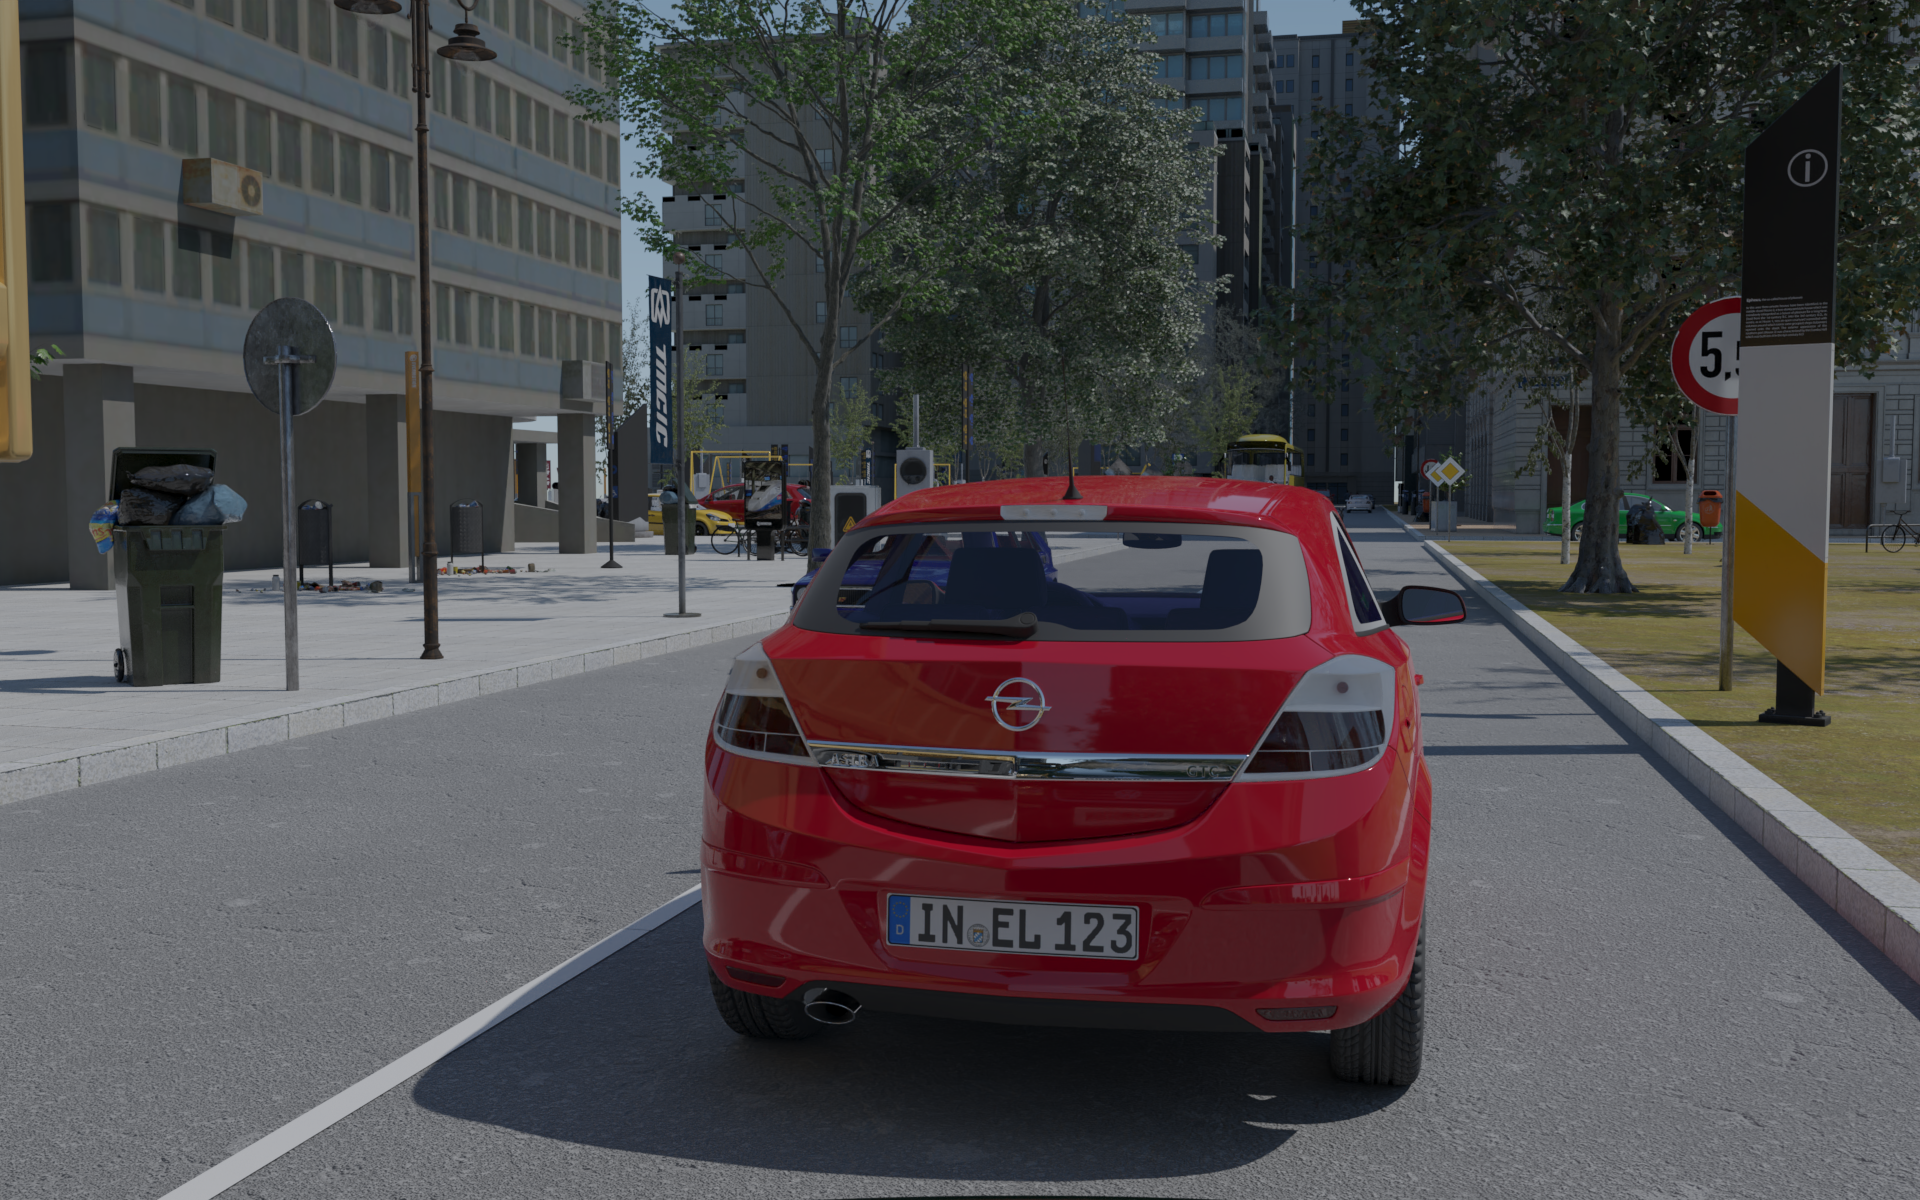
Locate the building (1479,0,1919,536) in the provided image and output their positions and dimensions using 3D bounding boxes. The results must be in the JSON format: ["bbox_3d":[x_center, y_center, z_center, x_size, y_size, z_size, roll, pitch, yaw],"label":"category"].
[{"bbox_3d":[28.353,-13.519,57.195,21.152,22.565,11.583,1,4,13],"label":"building"}]

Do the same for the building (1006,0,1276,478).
[{"bbox_3d":[17.514,-33.104,160.859,23.786,49.044,30.456,1,4,13],"label":"building"}]

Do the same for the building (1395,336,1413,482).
[{"bbox_3d":[61.237,-32.446,214.089,14.086,41.232,14.154,1,4,13],"label":"building"}]

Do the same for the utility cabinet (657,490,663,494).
[{"bbox_3d":[-15.888,-5.240,94.351,1.173,1.500,0.318,-2,4,-27],"label":"utility cabinet"}]

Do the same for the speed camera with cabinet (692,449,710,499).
[{"bbox_3d":[-10.911,-5.072,77.260,2.038,3.252,0.660,-2,4,-26],"label":"speed camera with cabinet"}]

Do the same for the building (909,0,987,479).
[{"bbox_3d":[8.884,-40.122,197.990,28.212,58.520,21.231,1,4,13],"label":"building"}]

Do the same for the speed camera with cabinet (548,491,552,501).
[{"bbox_3d":[-20.788,-5.718,87.820,2.038,3.252,0.660,1,4,19],"label":"speed camera with cabinet"}]

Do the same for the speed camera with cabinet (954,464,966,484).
[{"bbox_3d":[-0.550,-7.259,113.026,2.038,3.252,0.660,2,4,33],"label":"speed camera with cabinet"}]

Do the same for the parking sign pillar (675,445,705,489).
[{"bbox_3d":[-14.536,-6.358,92.422,1.447,3.967,1.447,-1,4,-13],"label":"parking sign pillar"}]

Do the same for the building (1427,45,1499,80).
[{"bbox_3d":[42.710,-27.506,133.322,14.154,41.232,14.086,1,4,13],"label":"building"}]

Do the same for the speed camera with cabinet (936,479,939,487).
[{"bbox_3d":[-2.359,-6.900,107.152,2.038,3.252,0.660,1,4,18],"label":"speed camera with cabinet"}]

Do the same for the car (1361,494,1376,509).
[{"bbox_3d":[38.370,-9.300,164.064,2.014,1.417,4.499,1,4,11],"label":"car"}]

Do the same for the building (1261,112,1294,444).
[{"bbox_3d":[27.384,-30.461,181.623,14.154,41.232,14.086,1,4,13],"label":"building"}]

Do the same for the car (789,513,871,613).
[{"bbox_3d":[-0.225,-0.171,15.378,1.945,1.354,3.894,1,4,13],"label":"car"}]

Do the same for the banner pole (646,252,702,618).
[{"bbox_3d":[-2.986,-1.700,17.809,0.401,3.779,0.863,1,4,20],"label":"banner pole"}]

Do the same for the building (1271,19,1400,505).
[{"bbox_3d":[41.276,-41.533,221.071,28.212,58.520,21.231,1,4,13],"label":"building"}]

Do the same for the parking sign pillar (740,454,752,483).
[{"bbox_3d":[-14.379,-7.873,117.195,1.447,3.967,1.447,-3,5,-39],"label":"parking sign pillar"}]

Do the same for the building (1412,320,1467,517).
[{"bbox_3d":[36.750,-17.840,110.745,14.314,24.678,30.058,1,4,13],"label":"building"}]

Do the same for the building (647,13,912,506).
[{"bbox_3d":[-19.149,-37.392,200.603,27.495,52.752,28.713,1,4,13],"label":"building"}]

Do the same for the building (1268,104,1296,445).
[{"bbox_3d":[30.505,-33.449,197.008,14.200,45.320,14.600,1,4,13],"label":"building"}]

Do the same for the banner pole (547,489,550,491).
[{"bbox_3d":[-33.061,-9.093,138.691,0.863,3.779,0.401,0,4,5],"label":"banner pole"}]

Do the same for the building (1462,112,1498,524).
[{"bbox_3d":[31.415,-14.818,84.073,13.314,21.916,24.055,1,4,13],"label":"building"}]

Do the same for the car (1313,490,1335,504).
[{"bbox_3d":[30.309,-8.368,145.495,2.281,1.827,5.304,1,4,13],"label":"car"}]

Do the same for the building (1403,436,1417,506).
[{"bbox_3d":[58.447,-53.044,179.933,22.319,86.520,31.000,1,4,13],"label":"building"}]

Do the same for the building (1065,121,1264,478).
[{"bbox_3d":[16.529,-22.399,137.920,14.160,30.474,14.107,1,4,13],"label":"building"}]

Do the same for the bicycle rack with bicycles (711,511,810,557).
[{"bbox_3d":[-3.776,-1.399,36.260,2.925,0.926,2.852,0,4,2],"label":"bicycle rack with bicycles"}]

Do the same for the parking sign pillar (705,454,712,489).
[{"bbox_3d":[-16.967,-7.760,115.350,1.447,3.967,1.447,1,4,19],"label":"parking sign pillar"}]

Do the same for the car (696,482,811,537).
[{"bbox_3d":[-7.065,-2.910,56.250,5.304,1.827,2.281,1,4,12],"label":"car"}]

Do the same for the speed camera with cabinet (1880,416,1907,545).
[{"bbox_3d":[24.181,-3.008,43.519,2.038,3.252,0.660,2,4,30],"label":"speed camera with cabinet"}]

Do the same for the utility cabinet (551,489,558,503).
[{"bbox_3d":[-17.731,-4.125,76.124,0.318,1.500,1.173,-1,4,-18],"label":"utility cabinet"}]

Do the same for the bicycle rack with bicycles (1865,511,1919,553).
[{"bbox_3d":[21.149,-1.460,37.257,2.925,0.926,2.852,-1,4,-20],"label":"bicycle rack with bicycles"}]

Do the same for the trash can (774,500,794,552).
[{"bbox_3d":[-4.085,-1.654,38.699,0.748,1.137,0.748,0,3,0],"label":"trash can"}]

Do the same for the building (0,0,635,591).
[{"bbox_3d":[-20.099,-20.884,33.335,23.993,40.220,32.217,1,4,13],"label":"building"}]

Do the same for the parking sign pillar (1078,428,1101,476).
[{"bbox_3d":[5.033,-4.830,67.448,1.447,3.967,1.447,-1,4,-18],"label":"parking sign pillar"}]

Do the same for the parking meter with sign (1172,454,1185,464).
[{"bbox_3d":[9.792,-4.839,75.377,0.543,3.016,1.738,2,4,28],"label":"parking meter with sign"}]

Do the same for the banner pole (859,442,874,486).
[{"bbox_3d":[-4.281,-5.663,82.614,0.401,3.779,0.863,2,4,29],"label":"banner pole"}]

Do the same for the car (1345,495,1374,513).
[{"bbox_3d":[30.206,-7.256,130.995,2.083,1.381,4.827,1,4,14],"label":"car"}]

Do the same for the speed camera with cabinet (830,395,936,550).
[{"bbox_3d":[-1.577,-2.452,34.433,2.038,3.252,0.660,0,4,6],"label":"speed camera with cabinet"}]

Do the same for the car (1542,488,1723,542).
[{"bbox_3d":[18.792,-2.426,48.454,4.718,1.807,1.959,1,4,13],"label":"car"}]

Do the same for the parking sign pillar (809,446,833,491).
[{"bbox_3d":[-7.744,-6.603,96.438,1.447,3.967,1.447,-1,4,-15],"label":"parking sign pillar"}]

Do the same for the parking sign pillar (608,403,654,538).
[{"bbox_3d":[-9.775,-3.823,50.986,1.447,3.967,1.447,2,4,31],"label":"parking sign pillar"}]

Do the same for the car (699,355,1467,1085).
[{"bbox_3d":[0.609,0.197,5.825,2.155,1.783,4.494,1,4,13],"label":"car"}]

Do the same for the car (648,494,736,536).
[{"bbox_3d":[-9.013,-2.702,54.400,3.980,1.641,2.015,1,4,15],"label":"car"}]
